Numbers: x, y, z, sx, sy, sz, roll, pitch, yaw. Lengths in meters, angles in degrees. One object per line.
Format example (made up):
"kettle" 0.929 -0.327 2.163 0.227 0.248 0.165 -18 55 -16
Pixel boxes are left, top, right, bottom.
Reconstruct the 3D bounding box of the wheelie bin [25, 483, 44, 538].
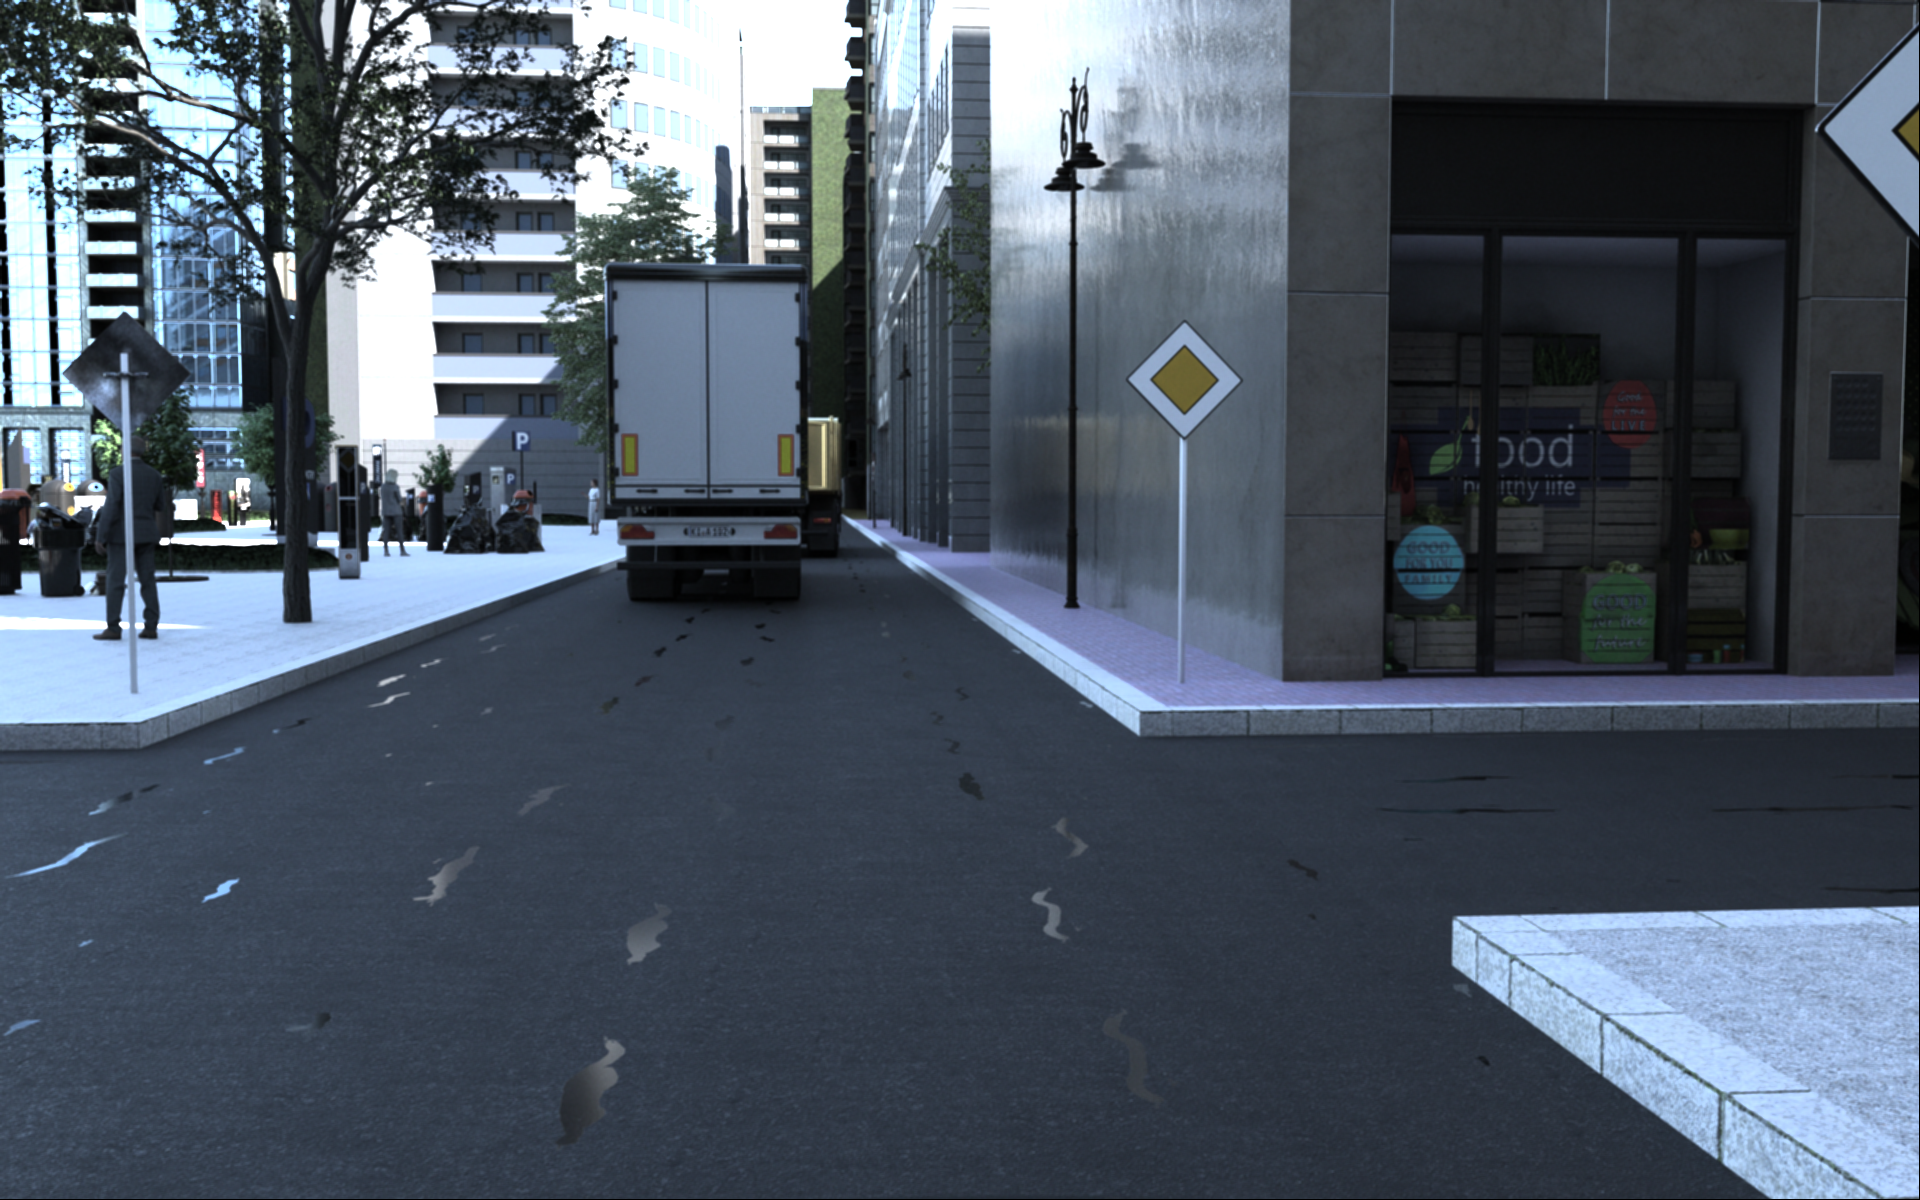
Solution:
"wheelie bin" -26.701 -2.589 50.246 0.693 1.594 0.980 1 4 17

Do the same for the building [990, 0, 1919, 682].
"building" 18.307 -13.304 22.041 34.151 26.468 19.350 0 4 -5

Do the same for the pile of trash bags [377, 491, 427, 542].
"pile of trash bags" -14.954 -2.326 47.776 1.912 1.369 3.447 -1 4 -9

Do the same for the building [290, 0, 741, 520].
"building" -23.640 -34.011 98.079 21.231 58.520 28.212 0 4 -5

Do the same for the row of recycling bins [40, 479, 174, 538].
"row of recycling bins" -24.370 -2.592 49.493 1.069 1.692 3.534 3 5 42

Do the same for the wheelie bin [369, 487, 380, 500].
"wheelie bin" -27.354 -4.441 80.519 0.693 1.594 0.980 -2 4 -30

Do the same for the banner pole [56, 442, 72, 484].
"banner pole" -43.326 -5.728 83.671 0.863 3.779 0.401 0 4 -1

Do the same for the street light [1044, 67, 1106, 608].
"street light" 1.263 -2.849 19.375 0.468 5.910 1.993 0 4 -5

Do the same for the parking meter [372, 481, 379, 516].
"parking meter" -25.726 -4.305 76.098 0.399 1.863 0.255 3 5 39

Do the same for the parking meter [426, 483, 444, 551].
"parking meter" -11.835 -1.873 39.027 0.372 1.533 0.369 0 3 0

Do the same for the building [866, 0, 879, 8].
"building" 1.673 -19.959 98.026 14.160 30.474 14.107 0 4 -5

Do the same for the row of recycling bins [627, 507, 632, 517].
"row of recycling bins" -13.244 -4.321 77.757 3.534 1.692 1.069 0 4 5

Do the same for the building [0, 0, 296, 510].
"building" -69.316 -50.872 144.425 31.000 86.520 22.319 0 4 -5

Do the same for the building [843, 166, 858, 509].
"building" -3.505 -23.500 155.928 14.160 30.474 14.107 0 4 -5

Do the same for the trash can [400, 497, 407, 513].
"trash can" -26.616 -4.334 82.511 0.748 1.137 0.748 0 3 0

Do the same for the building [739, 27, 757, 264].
"building" -25.735 -28.782 154.172 14.086 41.232 14.154 0 4 -5

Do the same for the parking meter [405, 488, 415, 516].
"parking meter" -22.183 -3.761 69.898 0.372 1.533 0.369 0 3 0

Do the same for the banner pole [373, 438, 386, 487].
"banner pole" -25.803 -5.332 77.188 0.401 3.779 0.863 3 4 36

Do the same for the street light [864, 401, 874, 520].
"street light" -4.496 -6.930 86.091 0.468 5.910 1.993 0 4 -5

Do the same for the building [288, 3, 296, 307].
"building" -43.130 -32.070 148.039 21.600 48.544 21.300 0 4 -5

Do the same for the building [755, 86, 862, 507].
"building" -16.789 -30.182 177.062 14.086 41.232 14.154 0 4 -5

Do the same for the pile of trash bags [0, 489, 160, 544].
"pile of trash bags" -16.742 -1.399 32.623 1.912 1.369 3.447 1 4 11

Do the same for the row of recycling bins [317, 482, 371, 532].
"row of recycling bins" -21.503 -3.159 58.767 3.534 1.692 1.069 1 4 21

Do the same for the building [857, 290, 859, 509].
"building" 0.803 -20.881 113.103 14.160 30.474 14.107 0 4 -5

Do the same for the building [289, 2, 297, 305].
"building" -30.856 -32.801 125.535 28.713 52.752 27.495 0 4 -5

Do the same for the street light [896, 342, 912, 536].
"street light" -1.678 -4.889 52.728 0.468 5.910 1.993 0 4 -5

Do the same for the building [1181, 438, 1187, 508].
"building" 18.879 -32.369 179.336 14.200 45.320 14.600 0 4 -5

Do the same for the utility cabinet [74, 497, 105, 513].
"utility cabinet" -21.630 -1.978 43.496 1.020 1.237 0.306 0 4 -7

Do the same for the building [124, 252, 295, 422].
"building" -81.324 -31.828 175.012 28.867 44.769 22.147 0 4 -5

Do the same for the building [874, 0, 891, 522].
"building" 2.609 -15.856 77.268 12.078 24.808 19.932 0 4 -5

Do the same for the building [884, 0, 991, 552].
"building" 3.902 -16.809 52.314 11.434 29.767 29.804 0 4 -5

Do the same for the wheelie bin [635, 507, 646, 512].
"wheelie bin" -11.882 -3.527 65.573 0.980 1.594 0.693 3 4 37

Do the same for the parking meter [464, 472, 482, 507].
"parking meter" -12.619 -2.395 44.867 0.255 1.863 0.399 3 5 39

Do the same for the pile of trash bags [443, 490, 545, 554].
"pile of trash bags" -10.191 -1.770 38.691 1.912 1.369 3.447 0 4 3

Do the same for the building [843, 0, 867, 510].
"building" 2.240 -29.339 134.319 22.147 44.769 28.867 0 4 -5

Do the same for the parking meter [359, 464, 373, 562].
"parking meter" -11.437 -1.662 32.887 0.255 1.863 0.399 1 4 9
